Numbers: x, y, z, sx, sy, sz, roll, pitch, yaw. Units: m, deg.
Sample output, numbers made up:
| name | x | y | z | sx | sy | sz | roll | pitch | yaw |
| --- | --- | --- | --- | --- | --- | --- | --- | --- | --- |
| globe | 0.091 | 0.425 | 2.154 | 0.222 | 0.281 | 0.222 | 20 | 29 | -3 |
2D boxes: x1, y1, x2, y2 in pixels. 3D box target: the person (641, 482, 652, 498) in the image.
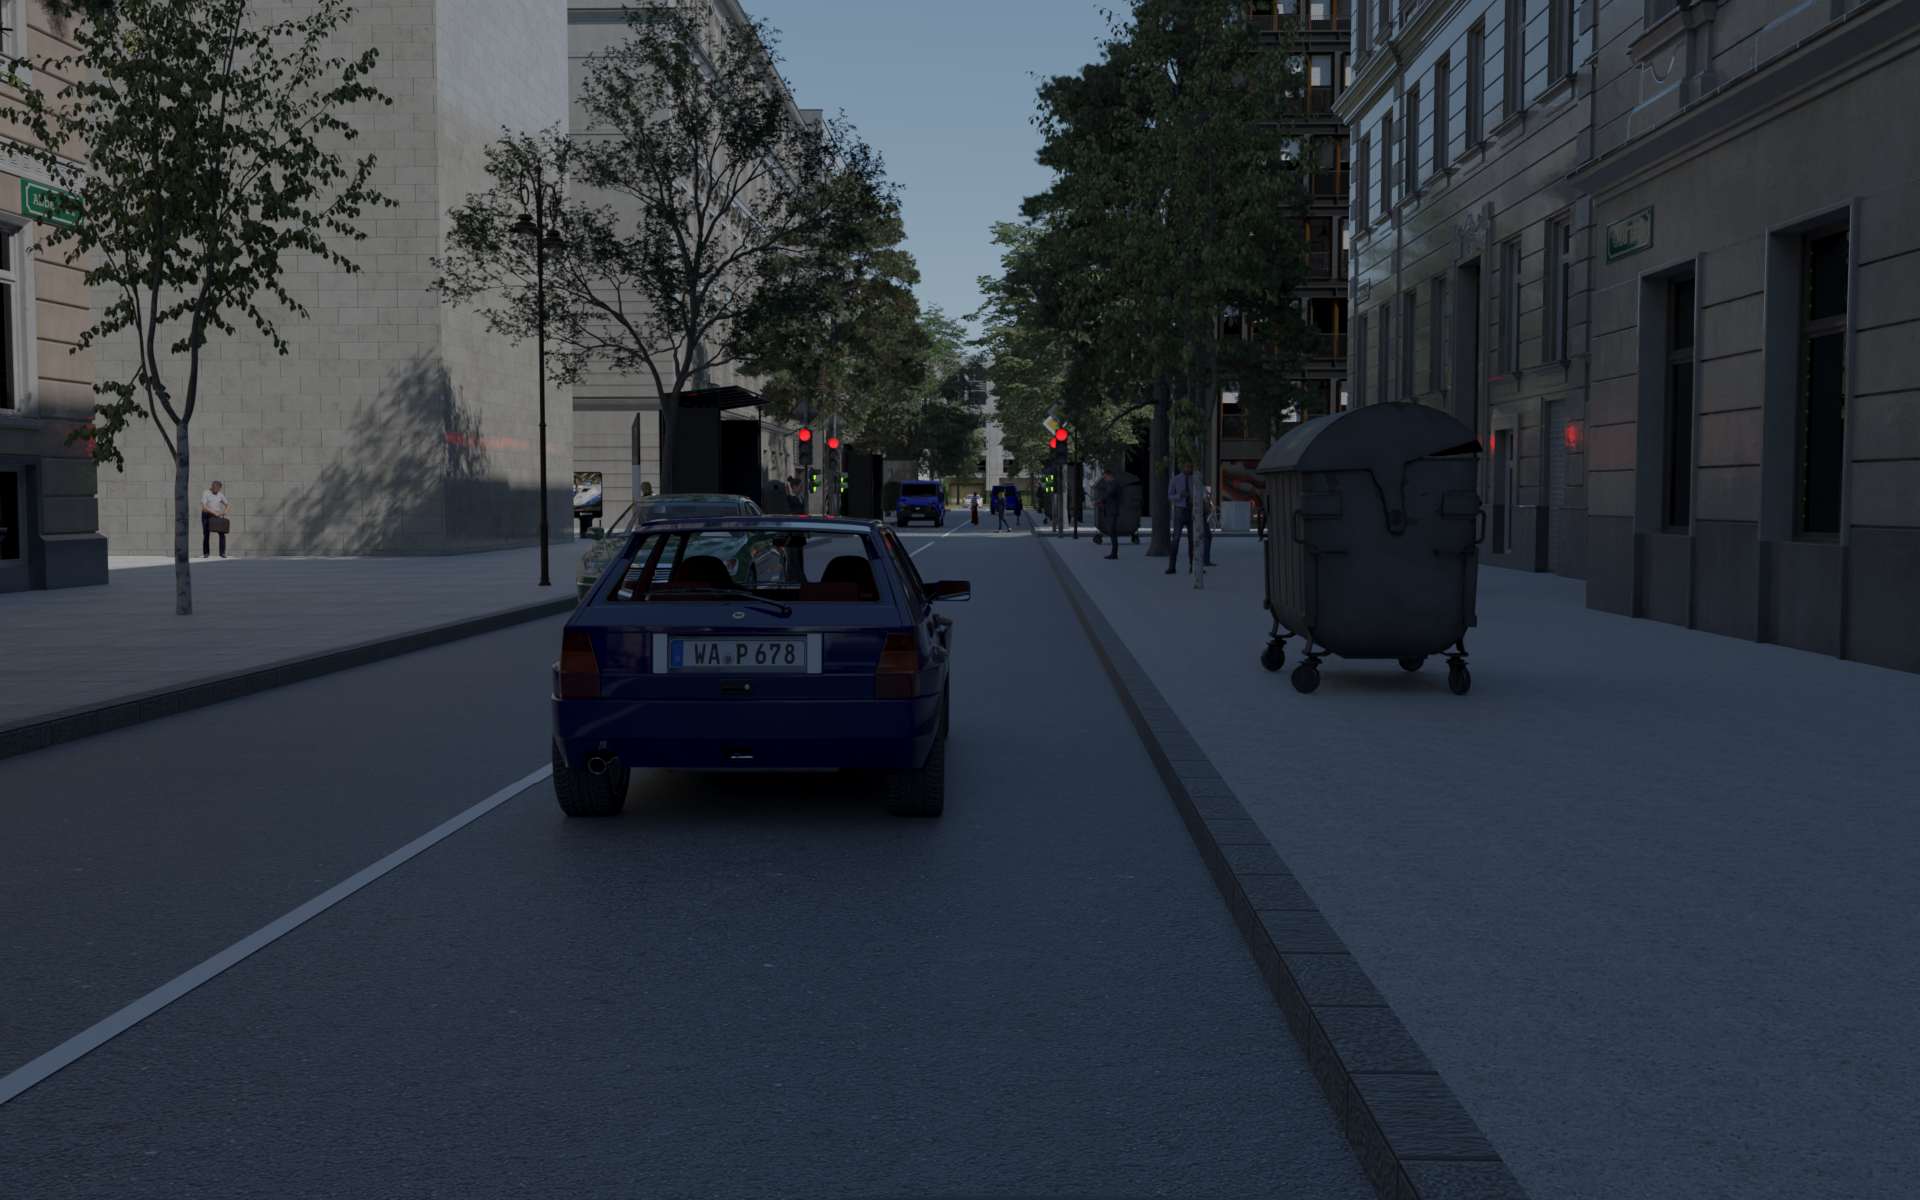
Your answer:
| name | x | y | z | sx | sy | sz | roll | pitch | yaw |
| --- | --- | --- | --- | --- | --- | --- | --- | --- | --- |
| person | -5.739 | -1.438 | 32.098 | 0.613 | 1.512 | 0.480 | 0 | 4 | -3 |

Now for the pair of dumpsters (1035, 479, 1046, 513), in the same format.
| name | x | y | z | sx | sy | sz | roll | pitch | yaw |
| --- | --- | --- | --- | --- | --- | --- | --- | --- | --- |
| pair of dumpsters | 5.871 | -7.009 | 117.087 | 1.574 | 2.255 | 4.436 | 0 | 4 | 2 |

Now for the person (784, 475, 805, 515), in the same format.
| name | x | y | z | sx | sy | sz | roll | pitch | yaw |
| --- | --- | --- | --- | --- | --- | --- | --- | --- | --- |
| person | -2.579 | -1.110 | 27.445 | 0.445 | 1.727 | 0.742 | 0 | 4 | -5 |

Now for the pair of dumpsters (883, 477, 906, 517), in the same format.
| name | x | y | z | sx | sy | sz | roll | pitch | yaw |
| --- | --- | --- | --- | --- | --- | --- | --- | --- | --- |
| pair of dumpsters | -3.648 | -5.899 | 98.936 | 1.574 | 2.255 | 4.436 | 0 | 4 | 2 |

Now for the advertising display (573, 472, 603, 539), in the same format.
| name | x | y | z | sx | sy | sz | roll | pitch | yaw |
| --- | --- | --- | --- | --- | --- | --- | --- | --- | --- |
| advertising display | -10.758 | -2.725 | 49.760 | 0.974 | 1.923 | 0.123 | -2 | 4 | -27 |

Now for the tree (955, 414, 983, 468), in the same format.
| name | x | y | z | sx | sy | sz | roll | pitch | yaw |
| --- | --- | --- | --- | --- | --- | --- | --- | --- | --- |
| tree | -1.691 | -14.133 | 165.494 | 8.767 | 10.594 | 7.601 | 1 | 4 | 14 |

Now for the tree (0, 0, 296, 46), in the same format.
| name | x | y | z | sx | sy | sz | roll | pitch | yaw |
| --- | --- | --- | --- | --- | --- | --- | --- | --- | --- |
| tree | -6.135 | -6.122 | 7.516 | 7.806 | 13.903 | 7.818 | 0 | 3 | 0 |

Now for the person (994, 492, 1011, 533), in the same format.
| name | x | y | z | sx | sy | sz | roll | pitch | yaw |
| --- | --- | --- | --- | --- | --- | --- | --- | --- | --- |
| person | 1.576 | -3.230 | 63.846 | 0.613 | 1.512 | 0.480 | -3 | 4 | -38 |

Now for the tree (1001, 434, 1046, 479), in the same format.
| name | x | y | z | sx | sy | sz | roll | pitch | yaw |
| --- | --- | --- | --- | --- | --- | --- | --- | --- | --- |
| tree | 7.956 | -14.173 | 166.138 | 8.767 | 10.594 | 7.601 | 1 | 4 | 10 |

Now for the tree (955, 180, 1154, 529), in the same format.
| name | x | y | z | sx | sy | sz | roll | pitch | yaw |
| --- | --- | --- | --- | --- | --- | --- | --- | --- | --- |
| tree | 3.880 | -8.841 | 62.683 | 7.486 | 12.596 | 7.792 | 0 | 3 | 0 |

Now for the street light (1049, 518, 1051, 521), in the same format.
| name | x | y | z | sx | sy | sz | roll | pitch | yaw |
| --- | --- | --- | --- | --- | --- | --- | --- | --- | --- |
| street light | 4.401 | -6.792 | 83.835 | 0.468 | 5.910 | 1.993 | 0 | 4 | 2 |

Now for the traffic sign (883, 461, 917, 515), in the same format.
| name | x | y | z | sx | sy | sz | roll | pitch | yaw |
| --- | --- | --- | --- | --- | --- | --- | --- | --- | --- |
| traffic sign | -3.705 | -6.801 | 105.071 | 2.265 | 3.308 | 0.079 | 1 | 4 | 8 |

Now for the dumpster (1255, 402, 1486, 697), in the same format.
| name | x | y | z | sx | sy | sz | roll | pitch | yaw |
| --- | --- | --- | --- | --- | --- | --- | --- | --- | --- |
| dumpster | 2.754 | -0.367 | 11.762 | 1.264 | 1.857 | 1.865 | 0 | 4 | 2 |

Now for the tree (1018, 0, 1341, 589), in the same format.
| name | x | y | z | sx | sy | sz | roll | pitch | yaw |
| --- | --- | --- | --- | --- | --- | --- | --- | --- | --- |
| tree | 2.980 | -4.453 | 23.169 | 4.737 | 8.622 | 4.395 | 0 | 3 | 0 |

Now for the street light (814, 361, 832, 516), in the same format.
| name | x | y | z | sx | sy | sz | roll | pitch | yaw |
| --- | --- | --- | --- | --- | --- | --- | --- | --- | --- |
| street light | -4.656 | -5.278 | 59.079 | 0.468 | 5.910 | 1.993 | 0 | 4 | 2 |

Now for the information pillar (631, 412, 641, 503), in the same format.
| name | x | y | z | sx | sy | sz | roll | pitch | yaw |
| --- | --- | --- | --- | --- | --- | --- | --- | --- | --- |
| information pillar | -9.282 | -3.569 | 49.703 | 0.183 | 3.616 | 0.504 | -2 | 4 | -32 |

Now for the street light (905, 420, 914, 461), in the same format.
| name | x | y | z | sx | sy | sz | roll | pitch | yaw |
| --- | --- | --- | --- | --- | --- | --- | --- | --- | --- |
| street light | -3.147 | -8.252 | 107.713 | 0.468 | 5.910 | 1.993 | 0 | 4 | 2 |

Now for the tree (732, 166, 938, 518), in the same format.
| name | x | y | z | sx | sy | sz | roll | pitch | yaw |
| --- | --- | --- | --- | --- | --- | --- | --- | --- | --- |
| tree | -4.910 | -9.711 | 66.198 | 7.806 | 13.903 | 7.818 | 0 | 3 | 0 |

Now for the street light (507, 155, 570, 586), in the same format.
| name | x | y | z | sx | sy | sz | roll | pitch | yaw |
| --- | --- | --- | --- | --- | --- | --- | --- | --- | --- |
| street light | -5.815 | -3.138 | 24.089 | 0.468 | 5.910 | 1.993 | 0 | 4 | 2 |

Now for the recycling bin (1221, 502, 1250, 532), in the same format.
| name | x | y | z | sx | sy | sz | roll | pitch | yaw |
| --- | --- | --- | --- | --- | --- | --- | --- | --- | --- |
| recycling bin | 9.309 | -2.810 | 58.501 | 0.722 | 1.027 | 0.722 | -2 | 4 | -35 |

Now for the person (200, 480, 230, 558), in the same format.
| name | x | y | z | sx | sy | sz | roll | pitch | yaw |
| --- | --- | --- | --- | --- | --- | --- | --- | --- | --- |
| person | -14.922 | -1.621 | 34.751 | 0.590 | 1.554 | 0.614 | 3 | 5 | 42 |

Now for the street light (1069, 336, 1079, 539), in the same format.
| name | x | y | z | sx | sy | sz | roll | pitch | yaw |
| --- | --- | --- | --- | --- | --- | --- | --- | --- | --- |
| street light | 3.287 | -4.667 | 49.096 | 0.468 | 5.910 | 1.993 | 0 | 4 | 2 |

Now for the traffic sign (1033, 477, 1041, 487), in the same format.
| name | x | y | z | sx | sy | sz | roll | pitch | yaw |
| --- | --- | --- | --- | --- | --- | --- | --- | --- | --- |
| traffic sign | 5.967 | -7.991 | 130.658 | 0.884 | 2.594 | 0.081 | 0 | 4 | 3 |

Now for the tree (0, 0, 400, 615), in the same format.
| name | x | y | z | sx | sy | sz | roll | pitch | yaw |
| --- | --- | --- | --- | --- | --- | --- | --- | --- | --- |
| tree | -8.262 | -4.165 | 18.461 | 4.737 | 8.622 | 4.395 | 0 | 3 | 0 |

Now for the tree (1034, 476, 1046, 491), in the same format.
| name | x | y | z | sx | sy | sz | roll | pitch | yaw |
| --- | --- | --- | --- | --- | --- | --- | --- | --- | --- |
| tree | 7.456 | -9.959 | 157.422 | 1.663 | 3.219 | 1.824 | 0 | 3 | 0 |

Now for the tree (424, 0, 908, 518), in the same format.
| name | x | y | z | sx | sy | sz | roll | pitch | yaw |
| --- | --- | --- | --- | --- | --- | --- | --- | --- | --- |
| tree | -5.468 | -5.954 | 31.759 | 8.767 | 10.594 | 7.601 | -1 | 4 | -18 |

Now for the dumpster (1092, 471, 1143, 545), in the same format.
| name | x | y | z | sx | sy | sz | roll | pitch | yaw |
| --- | --- | --- | --- | --- | --- | --- | --- | --- | --- |
| dumpster | 4.040 | -2.361 | 44.367 | 1.264 | 1.857 | 1.865 | 0 | 4 | 2 |

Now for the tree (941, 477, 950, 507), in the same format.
| name | x | y | z | sx | sy | sz | roll | pitch | yaw |
| --- | --- | --- | --- | --- | --- | --- | --- | --- | --- |
| tree | -1.538 | -11.123 | 176.458 | 1.663 | 3.219 | 1.824 | 0 | 3 | 0 |

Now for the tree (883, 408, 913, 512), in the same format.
| name | x | y | z | sx | sy | sz | roll | pitch | yaw |
| --- | --- | --- | --- | --- | --- | --- | --- | --- | --- |
| tree | -4.423 | -10.422 | 120.754 | 4.737 | 8.622 | 4.395 | 0 | 3 | 0 |

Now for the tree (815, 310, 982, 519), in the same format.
| name | x | y | z | sx | sy | sz | roll | pitch | yaw |
| --- | --- | --- | --- | --- | --- | --- | --- | --- | --- |
| tree | -4.495 | -10.005 | 89.345 | 9.928 | 11.665 | 9.643 | 0 | 3 | 0 |

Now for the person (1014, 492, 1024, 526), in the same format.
| name | x | y | z | sx | sy | sz | roll | pitch | yaw |
| --- | --- | --- | --- | --- | --- | --- | --- | --- | --- |
| person | 2.710 | -4.128 | 78.356 | 0.546 | 1.535 | 0.453 | 3 | 5 | 43 |

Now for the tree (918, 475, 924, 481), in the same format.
| name | x | y | z | sx | sy | sz | roll | pitch | yaw |
| --- | --- | --- | --- | --- | --- | --- | --- | --- | --- |
| tree | -3.437 | -7.998 | 125.362 | 1.663 | 3.219 | 1.824 | 0 | 3 | 0 |

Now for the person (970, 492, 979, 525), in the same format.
| name | x | y | z | sx | sy | sz | roll | pitch | yaw |
| --- | --- | --- | --- | --- | --- | --- | --- | --- | --- |
| person | 0.676 | -4.234 | 80.197 | 0.387 | 1.526 | 0.523 | 0 | 4 | 3 |

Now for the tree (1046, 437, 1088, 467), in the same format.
| name | x | y | z | sx | sy | sz | roll | pitch | yaw |
| --- | --- | --- | --- | --- | --- | --- | --- | --- | --- |
| tree | 7.858 | -10.686 | 125.077 | 4.360 | 8.622 | 3.978 | 0 | 3 | 0 |

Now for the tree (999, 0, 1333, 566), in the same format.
| name | x | y | z | sx | sy | sz | roll | pitch | yaw |
| --- | --- | --- | --- | --- | --- | --- | --- | --- | --- |
| tree | 4.151 | -6.935 | 35.445 | 6.751 | 12.117 | 7.091 | 0 | 3 | 0 |

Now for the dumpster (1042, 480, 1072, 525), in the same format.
| name | x | y | z | sx | sy | sz | roll | pitch | yaw |
| --- | --- | --- | --- | --- | --- | --- | --- | --- | --- |
| dumpster | 4.136 | -4.150 | 73.605 | 1.264 | 1.857 | 1.865 | 0 | 4 | 2 |

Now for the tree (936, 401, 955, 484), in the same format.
| name | x | y | z | sx | sy | sz | roll | pitch | yaw |
| --- | --- | --- | --- | --- | --- | --- | --- | --- | --- |
| tree | -0.285 | -17.736 | 208.107 | 7.486 | 12.596 | 7.792 | 0 | 3 | 0 |

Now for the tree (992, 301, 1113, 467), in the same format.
| name | x | y | z | sx | sy | sz | roll | pitch | yaw |
| --- | --- | --- | --- | --- | --- | --- | --- | --- | --- |
| tree | 5.709 | -11.963 | 103.022 | 7.806 | 13.903 | 7.818 | 0 | 3 | 0 |

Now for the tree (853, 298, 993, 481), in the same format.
| name | x | y | z | sx | sy | sz | roll | pitch | yaw |
| --- | --- | --- | --- | --- | --- | --- | --- | --- | --- |
| tree | -2.836 | -12.652 | 113.521 | 9.857 | 13.997 | 8.962 | 0 | 3 | 0 |
